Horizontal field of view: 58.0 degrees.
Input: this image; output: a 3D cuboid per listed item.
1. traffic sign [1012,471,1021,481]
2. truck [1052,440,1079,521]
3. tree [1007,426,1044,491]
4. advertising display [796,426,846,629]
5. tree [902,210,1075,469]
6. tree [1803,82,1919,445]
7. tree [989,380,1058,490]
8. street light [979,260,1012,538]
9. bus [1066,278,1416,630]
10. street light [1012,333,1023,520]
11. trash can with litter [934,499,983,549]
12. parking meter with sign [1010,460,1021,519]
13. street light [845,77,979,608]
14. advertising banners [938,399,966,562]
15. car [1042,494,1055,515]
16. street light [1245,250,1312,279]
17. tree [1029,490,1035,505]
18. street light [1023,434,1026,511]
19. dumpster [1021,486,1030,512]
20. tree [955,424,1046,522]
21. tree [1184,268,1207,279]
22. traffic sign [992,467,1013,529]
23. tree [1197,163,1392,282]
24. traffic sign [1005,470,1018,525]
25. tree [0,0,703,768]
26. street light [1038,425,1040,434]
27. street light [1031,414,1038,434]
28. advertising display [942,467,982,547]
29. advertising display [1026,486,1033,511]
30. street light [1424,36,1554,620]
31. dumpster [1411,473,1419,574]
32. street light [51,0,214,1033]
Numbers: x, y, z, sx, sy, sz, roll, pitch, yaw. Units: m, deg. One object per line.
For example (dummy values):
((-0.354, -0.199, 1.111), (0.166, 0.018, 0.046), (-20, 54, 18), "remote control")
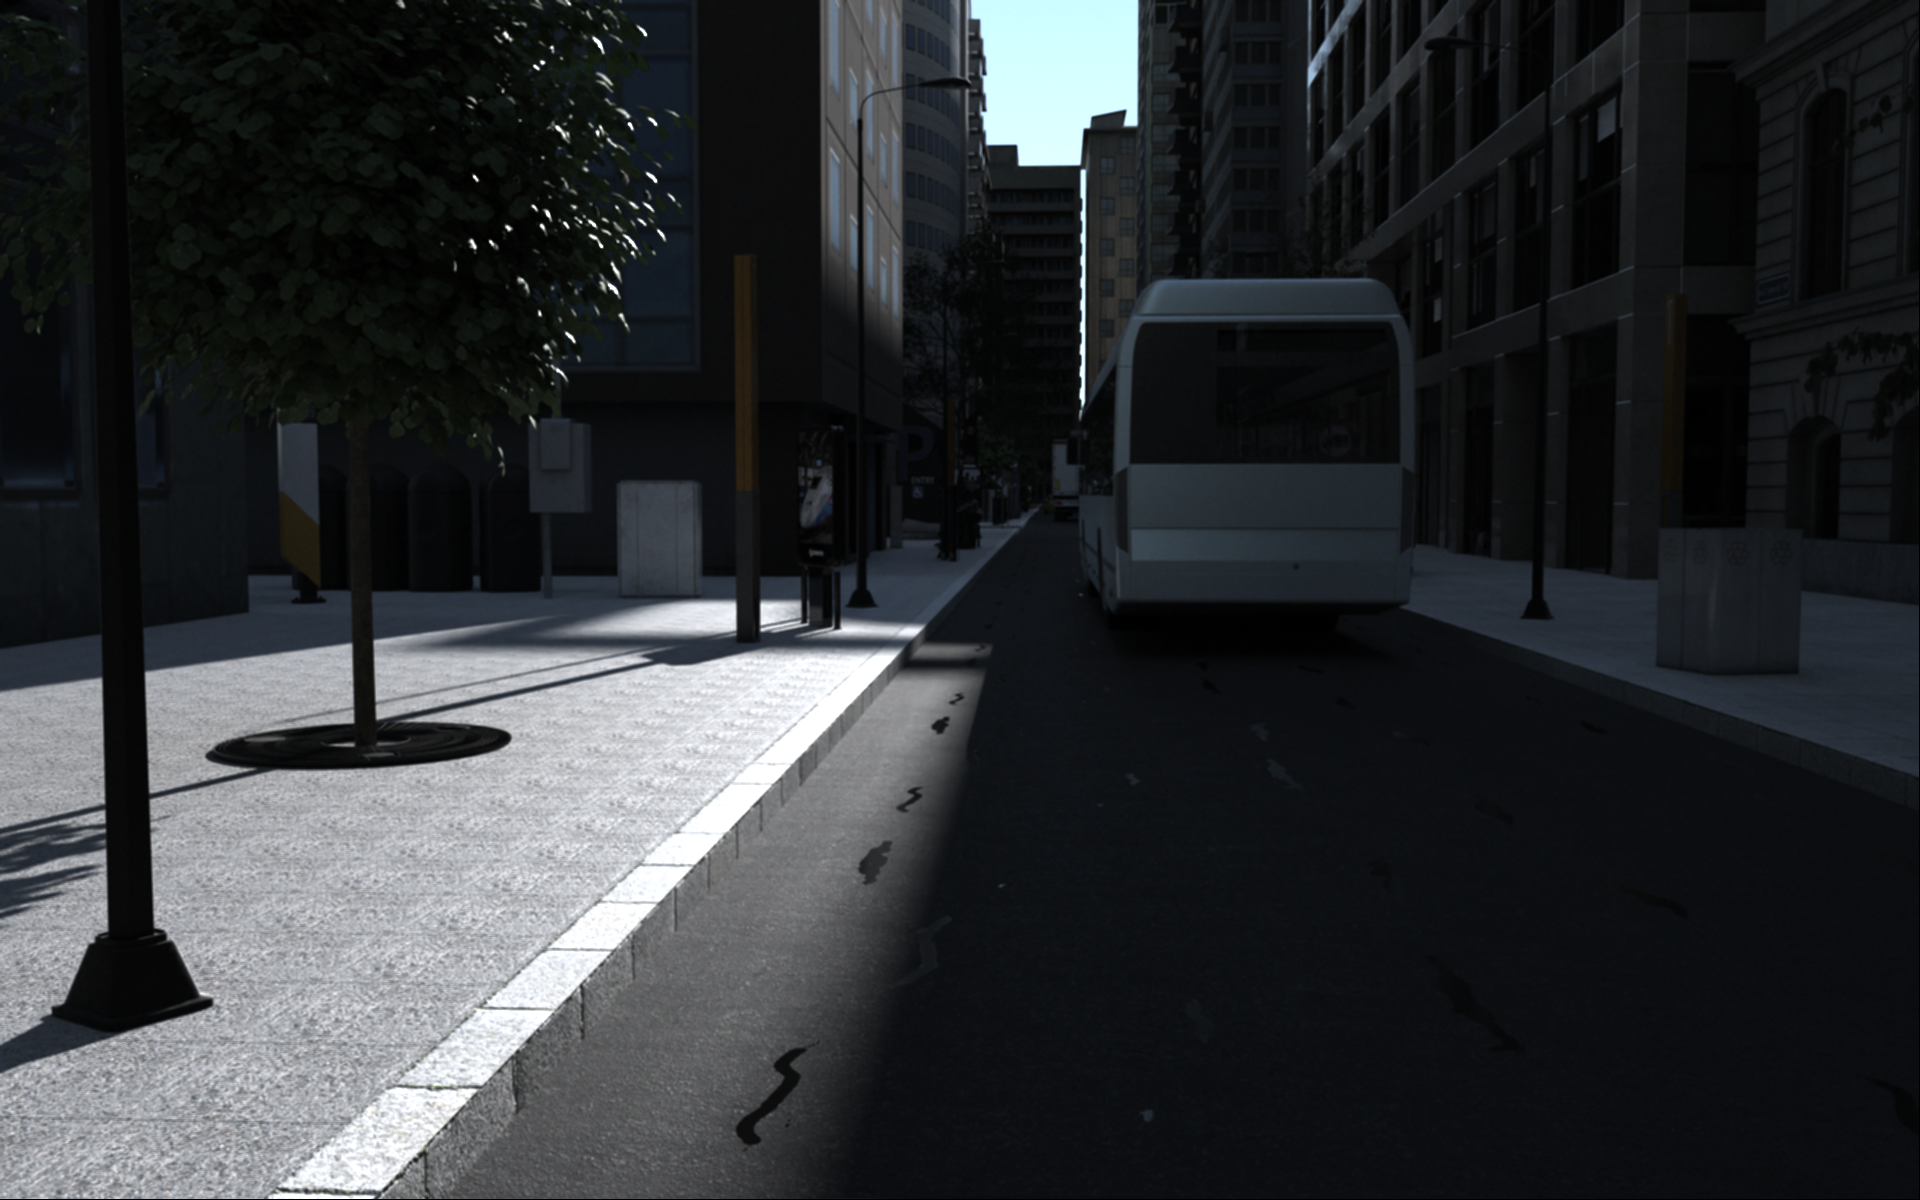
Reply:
((2.932, -5.773, 94.501), (0.768, 2.556, 0.104), (1, 4, 13), "traffic sign")
((6.419, -6.479, 94.838), (2.839, 4.237, 11.283), (0, 4, 4), "truck")
((5.810, -12.811, 159.827), (4.737, 8.622, 4.395), (0, 3, 0), "tree")
((-1.354, -0.707, 16.770), (0.123, 1.923, 0.974), (-2, 4, -27), "advertising display")
((0.218, -7.472, 56.573), (7.601, 10.594, 8.767), (0, 4, -7), "tree")
((5.372, -3.487, 7.370), (4.360, 8.622, 3.978), (0, 3, 0), "tree")
((3.846, -9.873, 111.791), (4.360, 8.622, 3.978), (0, 3, 0), "tree")
((0.242, -3.796, 34.612), (1.470, 5.913, 1.316), (0, 4, 3), "street light")
((2.893, -1.626, 21.449), (2.948, 3.499, 13.247), (0, 4, 2), "bus")
((1.012, -4.749, 50.185), (1.470, 5.913, 1.316), (0, 4, 3), "street light")
((-0.035, -1.769, 40.312), (1.055, 1.170, 0.624), (-2, 4, -27), "trash can with litter")
((2.871, -5.732, 89.972), (0.543, 3.016, 1.738), (1, 4, 8), "parking meter with sign")
((-0.579, -2.871, 19.484), (1.470, 5.913, 1.316), (0, 4, 3), "street light")
((-0.146, -2.253, 33.027), (0.090, 3.025, 2.074), (-1, 4, -13), "advertising banners")
((6.813, -6.884, 122.769), (2.015, 1.641, 3.980), (0, 4, 2), "car")
((6.141, -3.708, 33.166), (1.470, 5.913, 1.316), (0, 4, 3), "street light")
((8.194, -12.917, 205.793), (1.663, 3.219, 1.824), (0, 3, 0), "tree")
((2.023, -6.022, 71.002), (1.470, 5.913, 1.316), (0, 4, 3), "street light")
((4.150, -7.279, 121.497), (1.502, 2.255, 1.985), (0, 4, 3), "dumpster")
((1.115, -5.891, 80.030), (4.285, 4.588, 4.351), (0, 3, 0), "tree")
((8.070, -6.461, 55.993), (4.737, 8.622, 4.395), (0, 3, 0), "tree")
((1.552, -3.643, 63.213), (0.795, 2.450, 0.064), (0, 4, 3), "traffic sign")
((7.379, -5.355, 37.911), (4.360, 8.622, 3.978), (0, 3, 0), "tree")
((1.978, -4.131, 71.187), (0.795, 2.450, 0.064), (0, 4, 3), "traffic sign")
((-2.936, -1.527, 8.674), (4.285, 4.588, 4.351), (0, 3, 0), "tree")
((3.769, -7.834, 100.626), (1.470, 5.913, 1.316), (0, 4, 3), "street light")
((2.971, -6.923, 85.738), (1.470, 5.913, 1.316), (0, 4, 3), "street light")
((0.051, -2.219, 41.488), (0.974, 1.923, 0.123), (-1, 4, -22), "advertising display")
((5.204, -7.874, 133.950), (0.974, 1.923, 0.123), (3, 5, 42), "advertising display")
((5.416, -2.764, 17.731), (1.470, 5.913, 1.316), (0, 4, 3), "street light")
((6.646, -1.360, 27.993), (1.264, 1.857, 1.865), (0, 4, 3), "dumpster")
((-1.516, -1.930, 4.091), (1.470, 5.913, 1.316), (0, 4, 3), "street light")
